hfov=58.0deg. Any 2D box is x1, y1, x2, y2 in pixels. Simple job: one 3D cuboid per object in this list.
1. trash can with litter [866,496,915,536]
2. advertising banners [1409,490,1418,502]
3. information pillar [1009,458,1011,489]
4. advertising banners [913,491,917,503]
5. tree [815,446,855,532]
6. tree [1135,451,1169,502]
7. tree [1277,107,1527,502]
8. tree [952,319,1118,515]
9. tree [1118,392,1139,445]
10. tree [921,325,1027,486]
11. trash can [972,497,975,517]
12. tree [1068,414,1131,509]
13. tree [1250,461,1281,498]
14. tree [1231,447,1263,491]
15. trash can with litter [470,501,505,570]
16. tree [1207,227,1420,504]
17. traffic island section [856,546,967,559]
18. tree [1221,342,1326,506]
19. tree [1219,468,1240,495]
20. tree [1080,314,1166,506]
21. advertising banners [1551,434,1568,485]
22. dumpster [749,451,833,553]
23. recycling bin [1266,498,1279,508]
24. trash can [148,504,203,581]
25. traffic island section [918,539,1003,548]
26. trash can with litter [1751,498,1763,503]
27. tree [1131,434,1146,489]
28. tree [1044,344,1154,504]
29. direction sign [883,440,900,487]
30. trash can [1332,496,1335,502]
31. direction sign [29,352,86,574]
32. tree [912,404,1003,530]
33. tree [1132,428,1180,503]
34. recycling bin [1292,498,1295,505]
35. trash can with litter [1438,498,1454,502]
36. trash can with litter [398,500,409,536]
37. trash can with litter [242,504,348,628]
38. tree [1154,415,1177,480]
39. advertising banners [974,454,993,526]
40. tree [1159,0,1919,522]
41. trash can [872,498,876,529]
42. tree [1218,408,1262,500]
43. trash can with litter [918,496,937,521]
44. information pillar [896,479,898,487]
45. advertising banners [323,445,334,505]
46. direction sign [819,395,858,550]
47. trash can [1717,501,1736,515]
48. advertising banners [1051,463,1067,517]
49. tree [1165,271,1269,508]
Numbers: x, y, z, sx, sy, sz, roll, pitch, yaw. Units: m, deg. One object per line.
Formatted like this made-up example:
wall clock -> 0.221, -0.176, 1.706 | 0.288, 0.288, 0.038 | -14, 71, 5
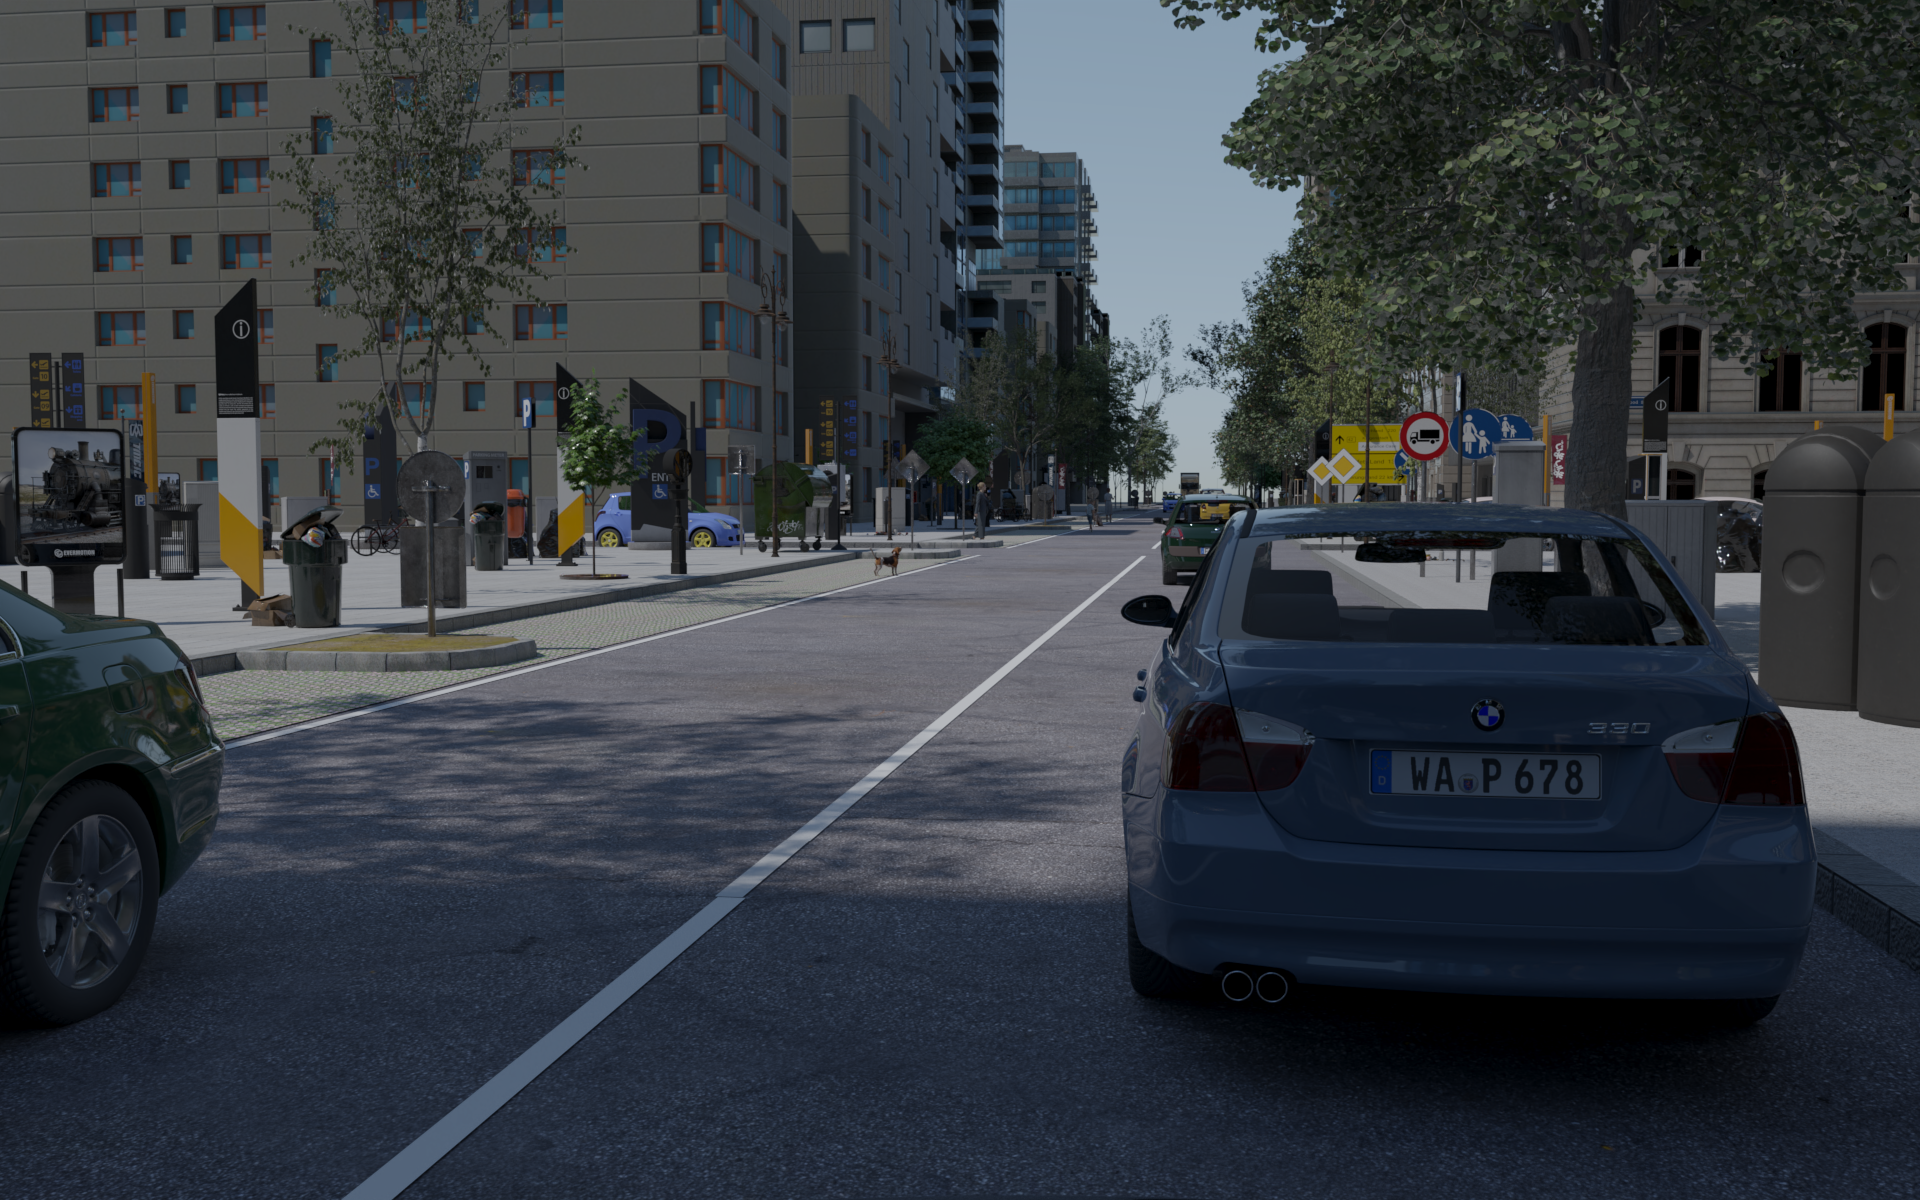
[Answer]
trash can with litter -> -2.091, -2.641, 54.235 | 1.678, 1.210, 2.233 | 1, 4, 8
advertising banners -> 16.692, -4.142, 63.909 | 0.090, 3.025, 2.074 | 2, 4, 26
information pillar -> 3.228, -7.404, 112.408 | 0.183, 3.616, 0.504 | 1, 4, 8
advertising banners -> -2.459, -5.800, 91.025 | 2.074, 3.025, 0.090 | 1, 4, 18
tree -> -4.600, -3.965, 59.433 | 1.663, 3.219, 1.824 | 0, 3, 0
tree -> 30.655, -19.594, 270.718 | 4.360, 8.622, 3.978 | 0, 3, 0
tree -> 8.122, -4.944, 31.190 | 4.737, 8.622, 4.395 | 0, 3, 0
tree -> 3.492, -9.602, 91.405 | 8.767, 10.594, 7.601 | 1, 4, 10
tree -> 6.615, -10.445, 105.186 | 8.767, 10.594, 7.601 | 0, 4, -2
tree -> 0.767, -7.631, 75.135 | 4.360, 8.622, 3.978 | 0, 3, 0
trash can -> 1.018, -5.193, 96.551 | 0.748, 1.137, 0.748 | 0, 3, 0
tree -> 10.777, -11.591, 139.882 | 4.737, 8.622, 4.395 | 0, 3, 0
tree -> 23.523, -8.987, 130.643 | 4.285, 4.588, 4.351 | 0, 3, 0
tree -> 23.955, -11.612, 140.222 | 4.360, 8.622, 3.978 | 0, 3, 0
trash can with litter -> -8.035, -1.089, 29.198 | 0.624, 1.170, 1.055 | -2, 4, -26
tree -> 15.069, -9.565, 73.401 | 9.611, 12.733, 9.660 | 0, 3, 0
traffic island section -> -1.104, -1.040, 39.290 | 2.009, 0.180, 2.903 | 1, 4, 8
tree -> 19.407, -10.420, 104.784 | 8.767, 10.594, 7.601 | 3, 4, 37
tree -> 43.986, -21.530, 270.140 | 7.486, 12.596, 7.792 | 0, 3, 0
tree -> 19.083, -19.936, 181.835 | 12.611, 20.169, 13.585 | 0, 3, 0
advertising banners -> 18.209, -3.325, 50.544 | 2.074, 3.025, 0.090 | 3, 4, 38
dumpster -> -3.776, -2.209, 38.619 | 1.502, 2.255, 1.985 | 1, 4, 8
recycling bin -> 18.636, -5.528, 102.940 | 0.722, 1.027, 0.722 | 0, 4, -3
trash can -> -11.692, -0.868, 25.851 | 0.748, 1.137, 0.748 | 0, 3, 0
traffic island section -> 0.078, -1.523, 47.187 | 2.009, 0.180, 2.903 | 1, 4, 8
trash can with litter -> 20.775, -2.023, 44.458 | 0.624, 1.170, 1.055 | -2, 4, -28
tree -> 13.829, -12.325, 151.880 | 4.737, 8.622, 4.395 | 0, 3, 0
tree -> 9.954, -13.055, 131.575 | 7.486, 12.596, 7.792 | 0, 3, 0
direction sign -> -2.871, -4.937, 72.717 | 0.876, 3.537, 0.379 | -3, 5, -41
trash can -> 23.122, -5.829, 106.964 | 0.748, 1.137, 0.748 | 0, 3, 0
direction sign -> -14.450, -2.190, 27.802 | 0.876, 3.537, 0.379 | 0, 4, 3
tree -> -0.076, -4.847, 62.969 | 4.285, 4.588, 4.351 | 0, 3, 0
tree -> 29.346, -20.649, 263.368 | 9.928, 11.665, 9.643 | 0, 3, 0
recycling bin -> 20.377, -5.735, 106.317 | 0.722, 1.027, 0.722 | -2, 4, -35
trash can with litter -> 13.545, -2.303, 49.038 | 0.624, 1.170, 1.055 | -1, 4, -11
trash can with litter -> -16.482, -2.376, 50.234 | 0.624, 1.170, 1.055 | 3, 5, 42
trash can with litter -> -6.456, -0.327, 16.727 | 1.055, 1.170, 0.624 | 1, 4, 18
tree -> 23.677, -18.501, 220.622 | 7.486, 12.596, 7.792 | 0, 3, 0
advertising banners -> 1.004, -4.559, 70.727 | 0.090, 3.025, 2.074 | 2, 4, 24
tree -> 5.375, -6.589, 14.386 | 9.857, 13.997, 8.962 | 0, 3, 0
trash can -> -2.887, -3.185, 63.733 | 0.748, 1.137, 0.748 | 0, 3, 0
tree -> 31.493, -15.864, 185.128 | 9.928, 11.665, 9.643 | 0, 3, 0
trash can with litter -> -1.477, -4.304, 81.761 | 0.624, 1.170, 1.055 | 3, 5, 40
information pillar -> -2.925, -4.763, 82.362 | 0.304, 2.012, 0.304 | 1, 4, 16
advertising banners -> -20.574, -3.687, 56.465 | 0.090, 3.025, 2.074 | -2, 4, -27
direction sign -> -2.786, -2.921, 39.756 | 0.876, 3.537, 0.379 | 0, 4, 3
trash can -> 16.050, -1.537, 36.776 | 0.748, 1.137, 0.748 | 0, 3, 0
advertising banners -> 5.066, -6.234, 98.112 | 2.074, 3.025, 0.090 | -1, 4, -9
tree -> 25.076, -17.978, 149.832 | 12.611, 20.169, 13.585 | 0, 3, 0
